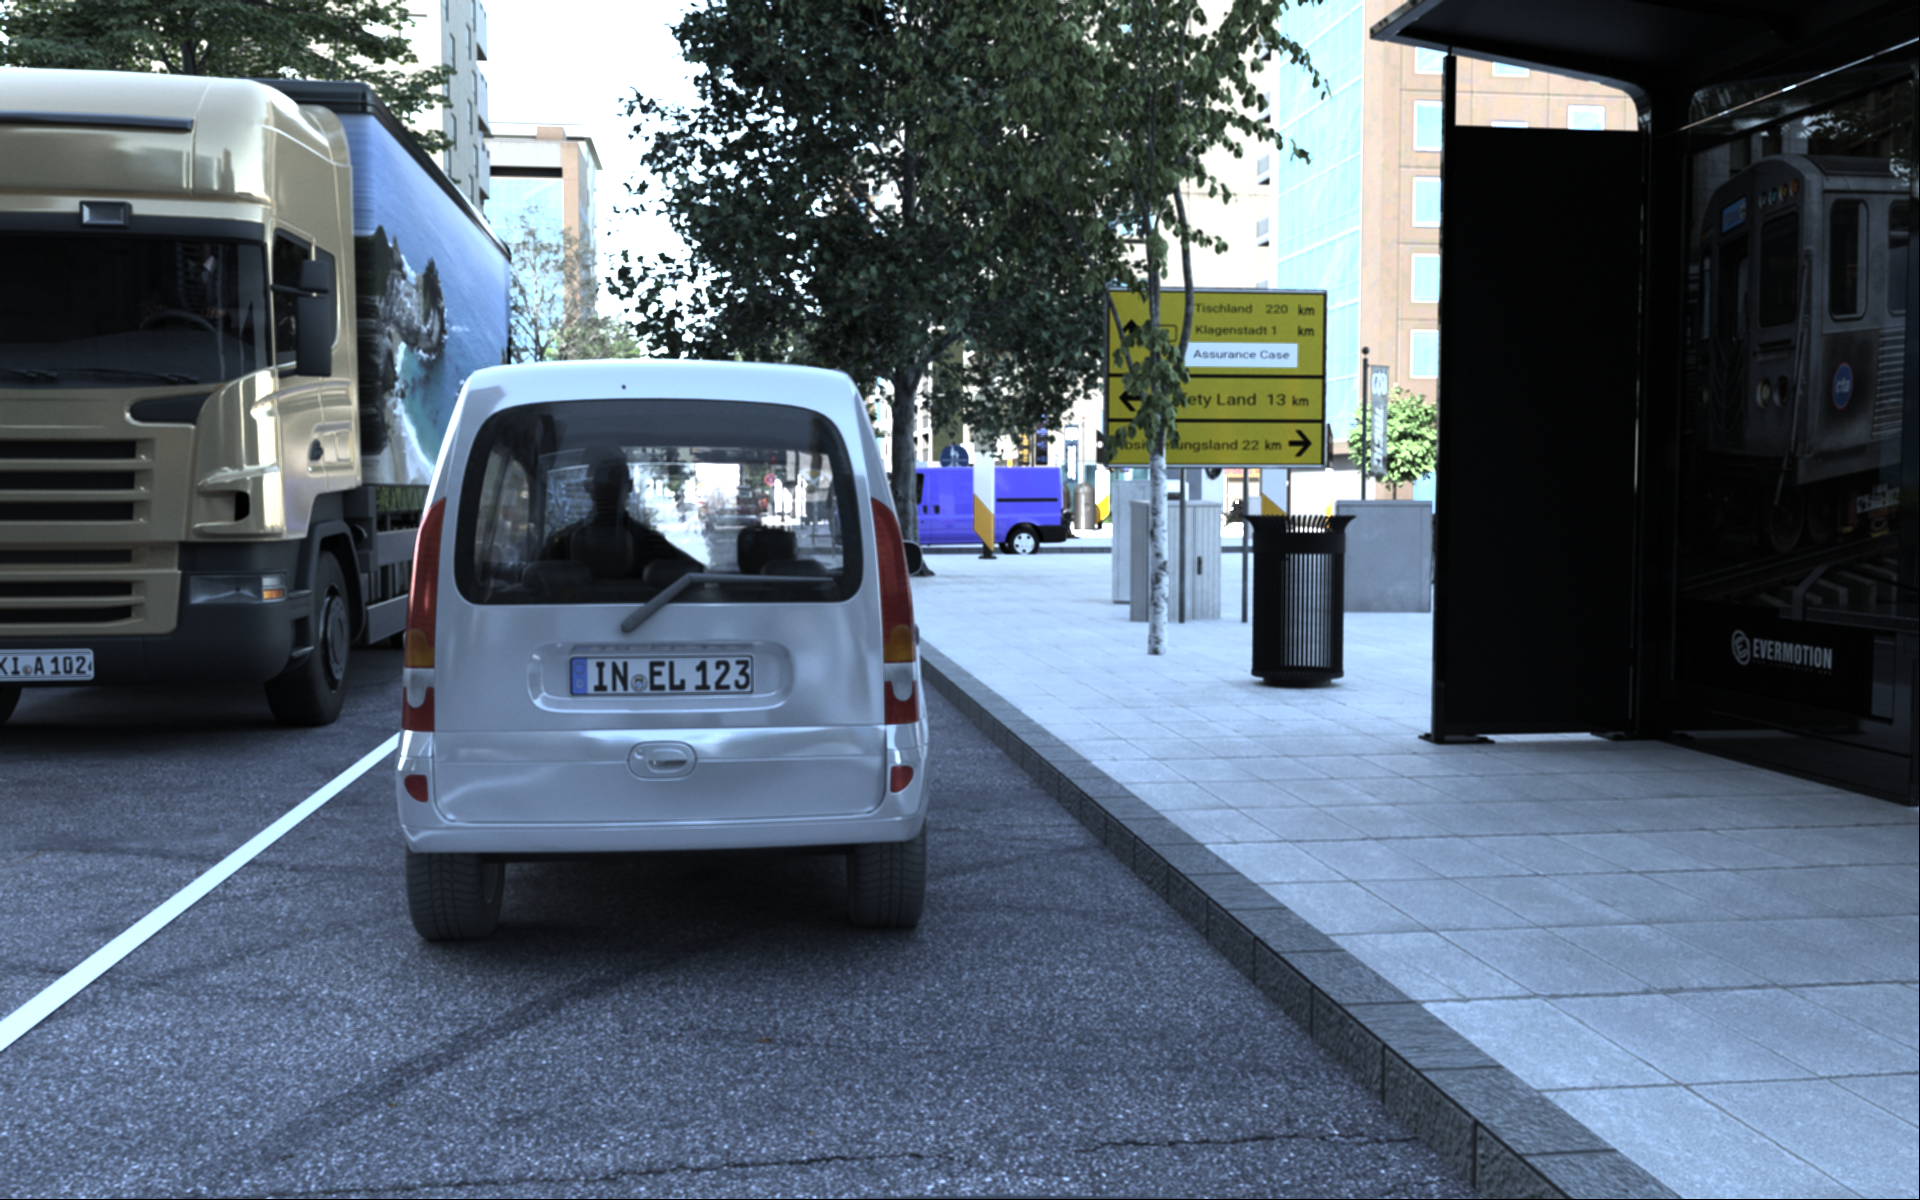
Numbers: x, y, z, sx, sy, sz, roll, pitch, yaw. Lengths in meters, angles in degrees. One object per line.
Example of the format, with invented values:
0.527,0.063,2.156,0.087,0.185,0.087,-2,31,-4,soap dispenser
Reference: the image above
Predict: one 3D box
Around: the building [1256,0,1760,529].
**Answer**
20.065,-25.337,64.378,14.200,45.320,14.600,0,4,-8,building

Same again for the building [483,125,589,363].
-53.386,-34.498,214.157,14.600,45.320,14.200,0,4,-8,building

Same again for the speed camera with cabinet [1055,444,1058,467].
3.445,-4.595,69.470,0.660,3.252,2.038,-1,4,-17,speed camera with cabinet

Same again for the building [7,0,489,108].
-49.207,-32.790,125.359,28.713,52.752,27.495,0,4,-8,building

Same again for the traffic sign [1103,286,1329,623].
2.529,-1.425,17.170,2.265,3.308,0.079,0,4,-7,traffic sign

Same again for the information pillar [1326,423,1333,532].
12.161,-4.015,57.007,0.183,3.616,0.504,2,4,26,information pillar

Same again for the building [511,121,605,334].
-66.046,-40.295,248.063,28.713,52.752,27.495,0,4,-8,building

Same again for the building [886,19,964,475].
4.895,-43.067,142.405,20.563,71.187,20.611,0,4,-8,building

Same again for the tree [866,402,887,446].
-3.754,-4.129,51.222,4.285,4.588,4.351,0,3,0,tree

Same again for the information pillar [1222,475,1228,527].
10.348,-3.895,68.182,0.304,2.012,0.304,2,4,27,information pillar

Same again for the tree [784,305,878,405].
-4.724,-6.540,57.288,4.360,8.622,3.978,0,3,0,tree

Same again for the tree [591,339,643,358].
-25.550,-13.850,133.101,9.857,13.997,8.962,0,3,0,tree

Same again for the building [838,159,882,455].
-8.824,-35.208,225.753,14.600,45.320,14.200,0,4,-8,building

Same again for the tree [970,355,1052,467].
2.400,-7.047,65.578,4.360,8.622,3.978,0,3,0,tree

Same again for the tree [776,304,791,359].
-17.948,-18.719,161.944,12.611,20.169,13.585,0,3,0,tree

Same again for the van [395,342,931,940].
-1.098,0.001,7.003,2.013,2.044,4.112,0,4,-7,van

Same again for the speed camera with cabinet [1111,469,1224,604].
2.537,-1.624,20.892,0.660,3.252,2.038,2,4,32,speed camera with cabinet

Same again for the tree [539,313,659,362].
-20.582,-10.509,97.582,9.928,11.665,9.643,0,3,0,tree

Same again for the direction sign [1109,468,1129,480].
5.703,-4.335,62.882,0.876,3.537,0.379,1,4,9,direction sign

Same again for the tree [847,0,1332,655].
1.352,-3.866,13.564,4.737,8.622,4.395,0,3,0,tree

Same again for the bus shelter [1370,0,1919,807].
3.340,-0.896,5.925,1.731,3.624,6.357,0,4,-8,bus shelter

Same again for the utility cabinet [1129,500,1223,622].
2.213,-0.398,17.675,1.020,1.237,0.306,-2,4,-35,utility cabinet

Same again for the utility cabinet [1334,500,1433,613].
4.600,-0.471,18.868,1.020,1.237,0.306,0,4,7,utility cabinet

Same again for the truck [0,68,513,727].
-5.509,-1.530,13.934,2.839,4.237,11.283,0,4,-8,truck

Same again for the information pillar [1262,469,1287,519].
6.114,-2.583,33.580,0.504,3.616,0.183,1,4,15,information pillar

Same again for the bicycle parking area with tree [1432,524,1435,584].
10.132,-2.221,23.322,8.231,4.147,9.016,0,4,7,bicycle parking area with tree

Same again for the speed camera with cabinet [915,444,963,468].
-0.828,-3.154,45.912,0.660,3.252,2.038,-3,5,-40,speed camera with cabinet

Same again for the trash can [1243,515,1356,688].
2.274,0.000,11.649,0.748,1.137,0.748,0,3,0,trash can

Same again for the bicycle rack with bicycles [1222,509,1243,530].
8.921,-3.007,62.545,2.925,0.926,2.852,1,4,18,bicycle rack with bicycles

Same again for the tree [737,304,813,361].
-11.546,-12.388,109.198,9.857,13.997,8.962,0,3,0,tree

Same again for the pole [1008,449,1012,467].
2.264,-5.181,78.559,0.158,3.312,0.155,0,3,0,pole

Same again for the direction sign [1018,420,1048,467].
1.974,-3.368,47.056,0.876,3.537,0.379,2,4,28,direction sign

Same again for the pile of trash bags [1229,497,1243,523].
11.291,-4.150,77.606,3.447,1.369,1.912,1,4,22,pile of trash bags

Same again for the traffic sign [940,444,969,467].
-0.141,-2.713,44.464,0.768,2.556,0.104,0,3,0,traffic sign

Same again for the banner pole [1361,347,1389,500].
7.073,-2.426,29.684,0.863,3.779,0.401,-3,4,-38,banner pole

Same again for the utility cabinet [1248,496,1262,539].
8.637,-2.328,49.232,0.306,1.237,1.020,-2,4,-34,utility cabinet

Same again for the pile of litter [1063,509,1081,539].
2.852,-2.222,50.301,1.176,0.858,1.719,-1,4,-14,pile of litter

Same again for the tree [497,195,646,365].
-17.439,-9.899,72.226,12.009,13.543,11.850,0,3,0,tree

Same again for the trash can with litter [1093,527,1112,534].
5.541,-2.737,55.805,2.233,1.210,1.678,2,4,35,trash can with litter

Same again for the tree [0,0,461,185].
-10.933,-6.514,24.628,7.486,12.596,7.792,0,3,0,tree

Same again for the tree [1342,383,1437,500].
12.962,-4.134,51.310,4.285,4.588,4.351,0,3,0,tree

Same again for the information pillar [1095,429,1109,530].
5.117,-4.337,62.270,0.504,3.616,0.183,2,4,25,information pillar

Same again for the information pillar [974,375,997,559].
0.483,-2.620,34.187,0.504,3.616,0.183,3,5,41,information pillar

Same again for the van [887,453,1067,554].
-0.302,-2.111,38.891,5.245,2.365,2.240,0,4,-6,van

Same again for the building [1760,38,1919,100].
42.126,-25.496,66.964,14.200,45.320,14.600,0,4,-8,building

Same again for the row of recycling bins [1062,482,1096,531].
3.171,-3.333,61.601,3.534,1.692,1.069,2,4,26,row of recycling bins

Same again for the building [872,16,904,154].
2.938,-33.606,169.059,23.786,49.044,30.456,0,4,-8,building

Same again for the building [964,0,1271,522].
12.174,-28.463,89.070,21.300,48.544,21.600,0,4,-8,building

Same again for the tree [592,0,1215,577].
-0.859,-6.716,26.817,9.611,12.733,9.660,0,3,0,tree

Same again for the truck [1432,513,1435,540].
18.967,-3.178,41.718,18.799,4.110,2.967,0,4,-8,truck

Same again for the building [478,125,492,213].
-54.774,-28.078,150.952,32.217,40.220,23.993,0,4,-8,building

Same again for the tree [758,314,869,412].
-7.959,-9.235,85.407,7.601,10.594,8.767,-1,4,-18,tree

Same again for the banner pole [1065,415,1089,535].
3.690,-3.970,54.934,0.863,3.779,0.401,-1,4,-16,banner pole

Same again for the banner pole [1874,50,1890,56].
4.786,-1.161,8.997,0.401,3.779,0.863,3,4,39,banner pole

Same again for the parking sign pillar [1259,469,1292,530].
11.341,-4.514,62.271,1.447,3.967,1.447,-3,5,-42,parking sign pillar

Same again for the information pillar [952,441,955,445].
-0.141,-5.162,75.758,0.504,3.616,0.183,0,4,-4,information pillar
